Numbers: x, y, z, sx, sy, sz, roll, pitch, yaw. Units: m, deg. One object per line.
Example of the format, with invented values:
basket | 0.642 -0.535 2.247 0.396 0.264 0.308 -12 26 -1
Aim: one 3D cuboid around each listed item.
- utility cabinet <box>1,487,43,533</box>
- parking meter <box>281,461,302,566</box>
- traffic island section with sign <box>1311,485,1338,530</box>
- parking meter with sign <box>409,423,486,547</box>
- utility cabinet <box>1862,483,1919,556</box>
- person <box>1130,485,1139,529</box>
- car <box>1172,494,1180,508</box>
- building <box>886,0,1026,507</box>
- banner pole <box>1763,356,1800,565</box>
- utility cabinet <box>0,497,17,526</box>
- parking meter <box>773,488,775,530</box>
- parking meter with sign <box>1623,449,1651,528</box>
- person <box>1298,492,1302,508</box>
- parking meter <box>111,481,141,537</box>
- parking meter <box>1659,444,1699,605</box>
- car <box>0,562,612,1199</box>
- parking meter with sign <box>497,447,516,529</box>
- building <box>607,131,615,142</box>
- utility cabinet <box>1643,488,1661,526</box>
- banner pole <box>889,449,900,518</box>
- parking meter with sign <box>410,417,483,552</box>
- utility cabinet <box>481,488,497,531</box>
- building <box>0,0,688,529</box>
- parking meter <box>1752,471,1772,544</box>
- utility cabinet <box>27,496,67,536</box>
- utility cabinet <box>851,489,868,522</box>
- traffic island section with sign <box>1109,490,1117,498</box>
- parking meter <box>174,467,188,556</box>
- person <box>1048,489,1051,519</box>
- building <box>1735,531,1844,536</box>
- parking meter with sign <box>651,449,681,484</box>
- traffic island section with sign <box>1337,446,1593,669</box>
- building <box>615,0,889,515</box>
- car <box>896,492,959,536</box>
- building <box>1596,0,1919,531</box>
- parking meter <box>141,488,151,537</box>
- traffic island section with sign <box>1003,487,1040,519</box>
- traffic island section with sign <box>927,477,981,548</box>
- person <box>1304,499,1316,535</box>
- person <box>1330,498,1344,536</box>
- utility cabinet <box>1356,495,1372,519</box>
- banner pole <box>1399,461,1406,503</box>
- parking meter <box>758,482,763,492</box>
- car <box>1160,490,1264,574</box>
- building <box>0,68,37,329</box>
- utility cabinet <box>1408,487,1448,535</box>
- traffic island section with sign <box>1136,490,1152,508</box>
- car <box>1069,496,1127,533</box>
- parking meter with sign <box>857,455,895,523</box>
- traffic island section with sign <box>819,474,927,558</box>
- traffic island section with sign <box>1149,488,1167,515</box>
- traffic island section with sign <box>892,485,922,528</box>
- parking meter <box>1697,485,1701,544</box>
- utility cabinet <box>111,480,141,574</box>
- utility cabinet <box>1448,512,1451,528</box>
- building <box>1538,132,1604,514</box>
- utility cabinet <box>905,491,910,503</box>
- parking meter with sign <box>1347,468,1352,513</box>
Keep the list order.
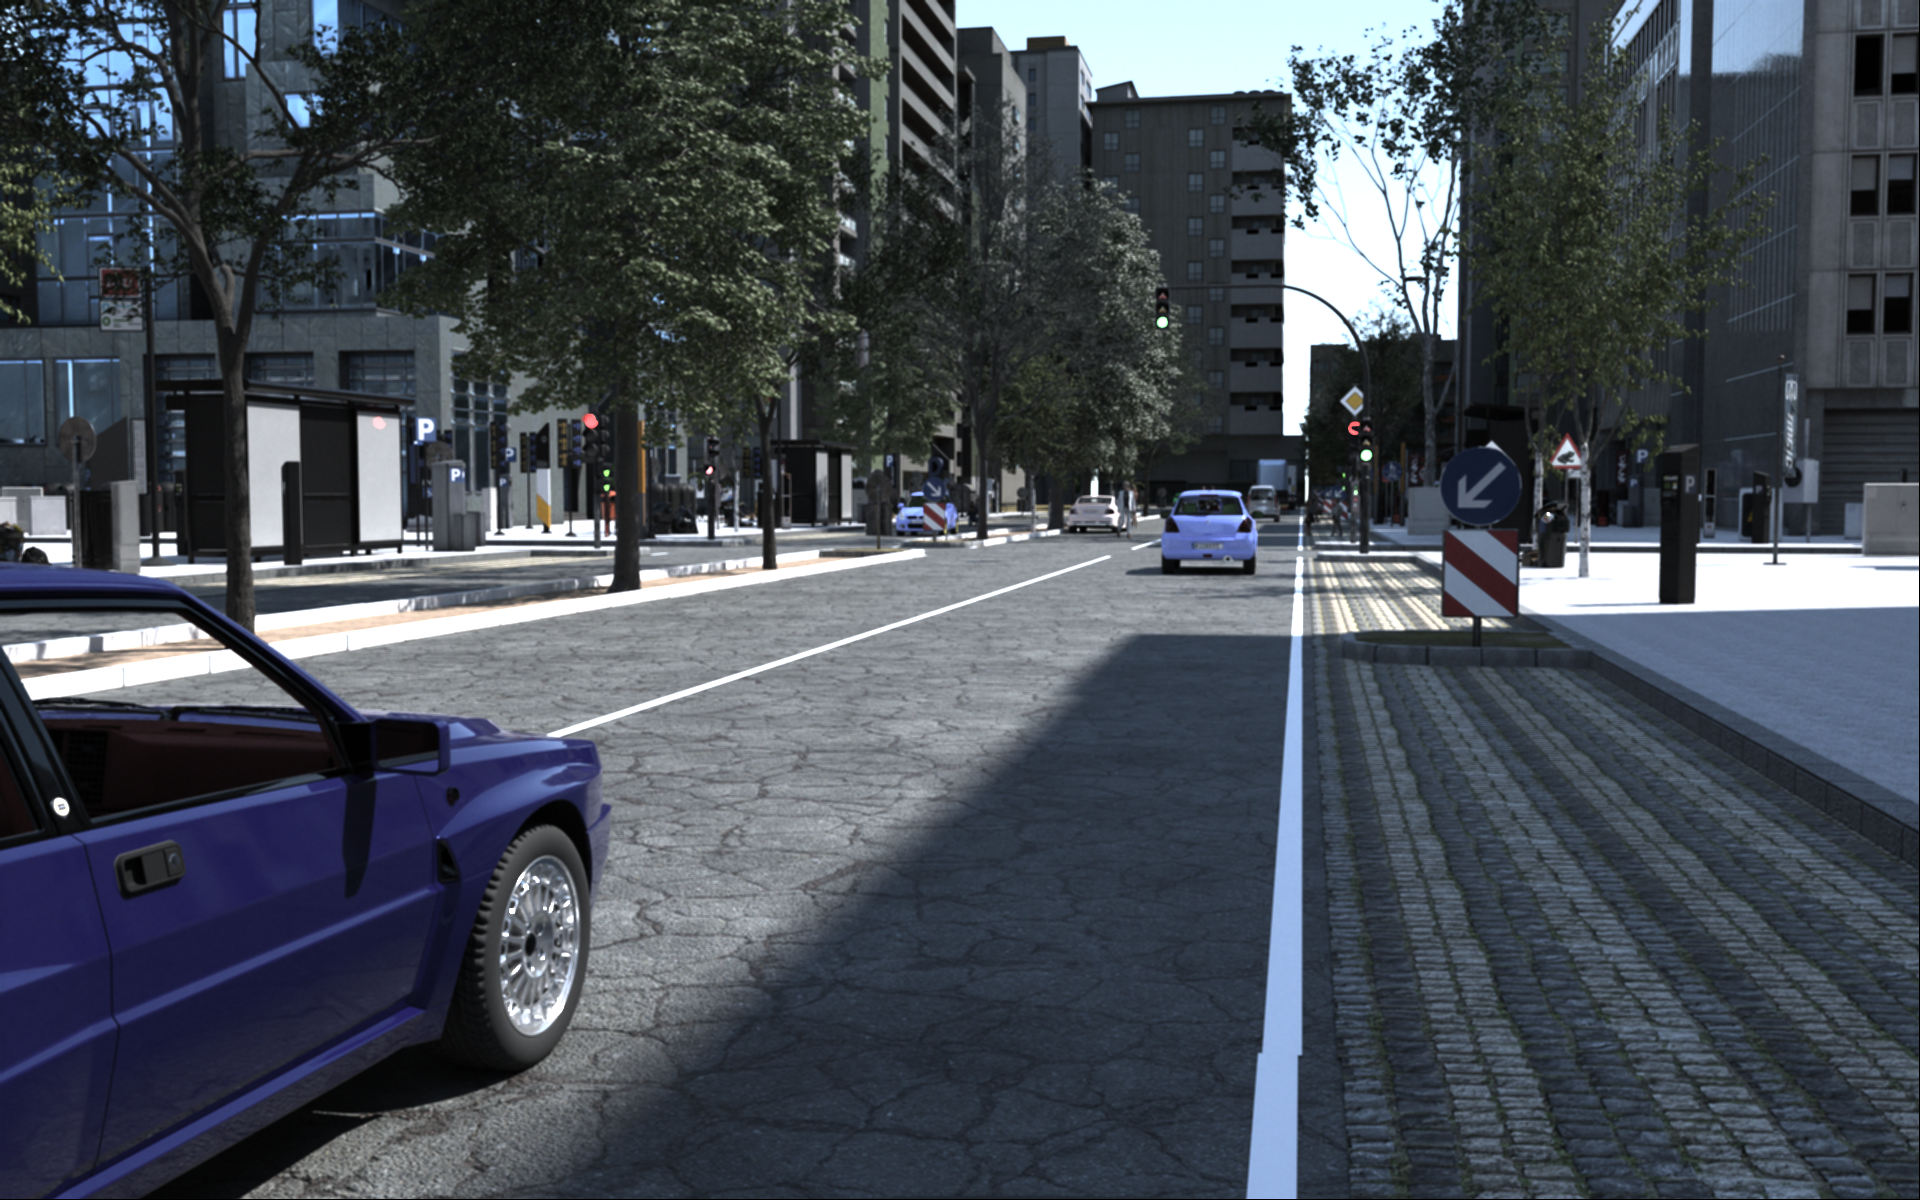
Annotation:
utility cabinet | -30.502 -2.916 56.355 1.173 1.500 0.318 -1 4 -17
parking meter | -12.050 -1.561 31.233 0.255 1.863 0.399 -2 4 -33
traffic island section with sign | 15.054 -3.709 69.274 1.989 1.847 2.006 1 4 11
parking meter with sign | -12.462 -2.813 42.252 1.738 3.016 0.543 1 4 9
utility cabinet | 19.144 -1.635 35.419 1.173 1.500 0.318 1 4 16
person | 7.157 -3.869 71.733 0.573 1.828 0.580 0 4 -6
car | 23.499 -10.685 183.491 1.959 1.807 4.718 1 4 10
building | -5.254 -33.992 179.475 21.600 48.544 21.300 1 4 11
banner pole | 15.014 -2.539 31.527 0.863 3.779 0.401 -3 4 -36
utility cabinet | -19.724 -1.468 35.158 0.306 1.237 1.020 2 4 35
parking meter | -6.743 -3.230 61.226 0.372 1.533 0.369 0 3 0
parking meter with sign | 25.903 -4.290 66.401 0.543 3.016 1.738 3 4 38
person | 35.181 -10.344 179.085 0.415 1.643 0.593 1 4 18
parking meter | -15.670 -1.470 32.439 0.372 1.533 0.369 0 3 0
parking meter | 8.392 -0.888 20.228 0.399 1.863 0.255 -2 4 -32
car | -2.134 0.564 3.361 1.945 1.354 3.894 1 4 13
parking meter with sign | -16.828 -4.139 63.941 0.543 3.016 1.738 0 4 -2
building | -26.277 -45.534 182.729 20.611 71.187 20.563 1 4 11
utility cabinet | 27.457 -3.660 68.522 0.318 1.500 1.173 -2 4 -26
banner pole | -3.495 -6.296 92.953 0.863 3.779 0.401 -1 4 -18
parking meter with sign | -11.555 -2.613 38.988 1.738 3.016 0.543 3 5 40
utility cabinet | -16.127 -3.096 59.297 0.318 1.500 1.173 0 4 -5
building | -26.669 -46.773 77.417 22.319 86.520 31.000 1 4 11
parking meter | 20.686 -2.384 44.683 0.255 1.863 0.399 -2 4 -33
utility cabinet | -28.143 -2.583 53.388 0.306 1.237 1.020 3 5 45
utility cabinet | -4.724 -4.353 79.857 1.173 1.500 0.318 -1 4 -9
traffic island section with sign | 13.127 -8.559 148.565 1.989 1.847 2.006 1 4 11
parking meter | -16.162 -1.863 36.172 0.255 1.863 0.399 2 4 25
person | 5.234 -5.566 100.045 0.362 1.759 0.519 1 4 15
building | 36.150 -14.553 55.964 19.932 24.808 12.078 1 4 11
parking meter with sign | -11.201 -4.350 67.381 1.738 3.016 0.543 0 4 -5
traffic island section with sign | 4.381 -0.404 15.228 1.989 1.847 2.006 1 4 11
building | -12.960 -26.136 110.921 14.154 41.232 14.086 1 4 11
car | -1.126 -3.083 59.992 1.945 1.707 3.694 1 4 9
building | 35.945 -15.751 75.555 12.078 24.808 19.932 1 4 11
parking meter | -24.482 -2.662 51.931 0.372 1.533 0.369 0 3 0
traffic island section with sign | 3.601 -5.610 100.354 1.989 1.847 2.006 1 4 11
traffic island section with sign | -0.562 -2.373 46.931 2.006 1.907 1.989 1 4 11
person | 12.063 -2.844 59.663 0.362 1.253 0.373 -3 4 -36
person | 12.769 -2.802 58.583 0.475 1.303 0.640 3 5 40
utility cabinet | 20.825 -4.788 89.451 0.306 1.237 1.020 -2 4 -24
banner pole | 29.046 -7.566 113.719 0.863 3.779 0.401 1 4 9
parking meter | -9.704 -4.866 85.277 0.399 1.863 0.255 1 4 8
car | 4.677 -1.388 32.279 1.945 1.707 3.694 1 4 10
building | -55.314 -14.450 81.294 28.899 21.520 27.650 1 4 11
utility cabinet | 14.578 -2.781 54.147 1.173 1.500 0.318 -1 4 -21
traffic island section with sign | 18.413 -10.194 175.306 1.989 1.847 2.006 1 4 11
car | 5.185 -3.199 64.668 2.083 1.381 4.827 1 4 11
parking meter with sign | -3.718 -4.897 76.332 1.738 3.016 0.543 -3 5 -40
traffic island section with sign | -2.008 -1.928 39.666 2.006 1.907 1.989 1 4 11
traffic island section with sign | 14.002 -6.882 120.650 2.006 1.907 1.989 1 4 11
traffic island section with sign | -1.881 -3.920 72.726 1.989 1.847 2.006 1 4 11
parking meter | 18.936 -2.223 44.754 0.372 1.533 0.369 0 3 0
utility cabinet | -13.413 -1.170 27.815 0.318 1.500 1.173 -2 4 -31
utility cabinet | 17.827 -3.446 65.025 1.173 1.500 0.318 2 4 31
building | 42.672 -17.181 99.972 14.314 24.678 30.058 1 4 11
utility cabinet | -3.468 -6.551 115.793 0.318 1.500 1.173 0 4 -8
parking meter with sign | 26.448 -7.343 116.321 0.543 3.016 1.738 -1 4 -15
